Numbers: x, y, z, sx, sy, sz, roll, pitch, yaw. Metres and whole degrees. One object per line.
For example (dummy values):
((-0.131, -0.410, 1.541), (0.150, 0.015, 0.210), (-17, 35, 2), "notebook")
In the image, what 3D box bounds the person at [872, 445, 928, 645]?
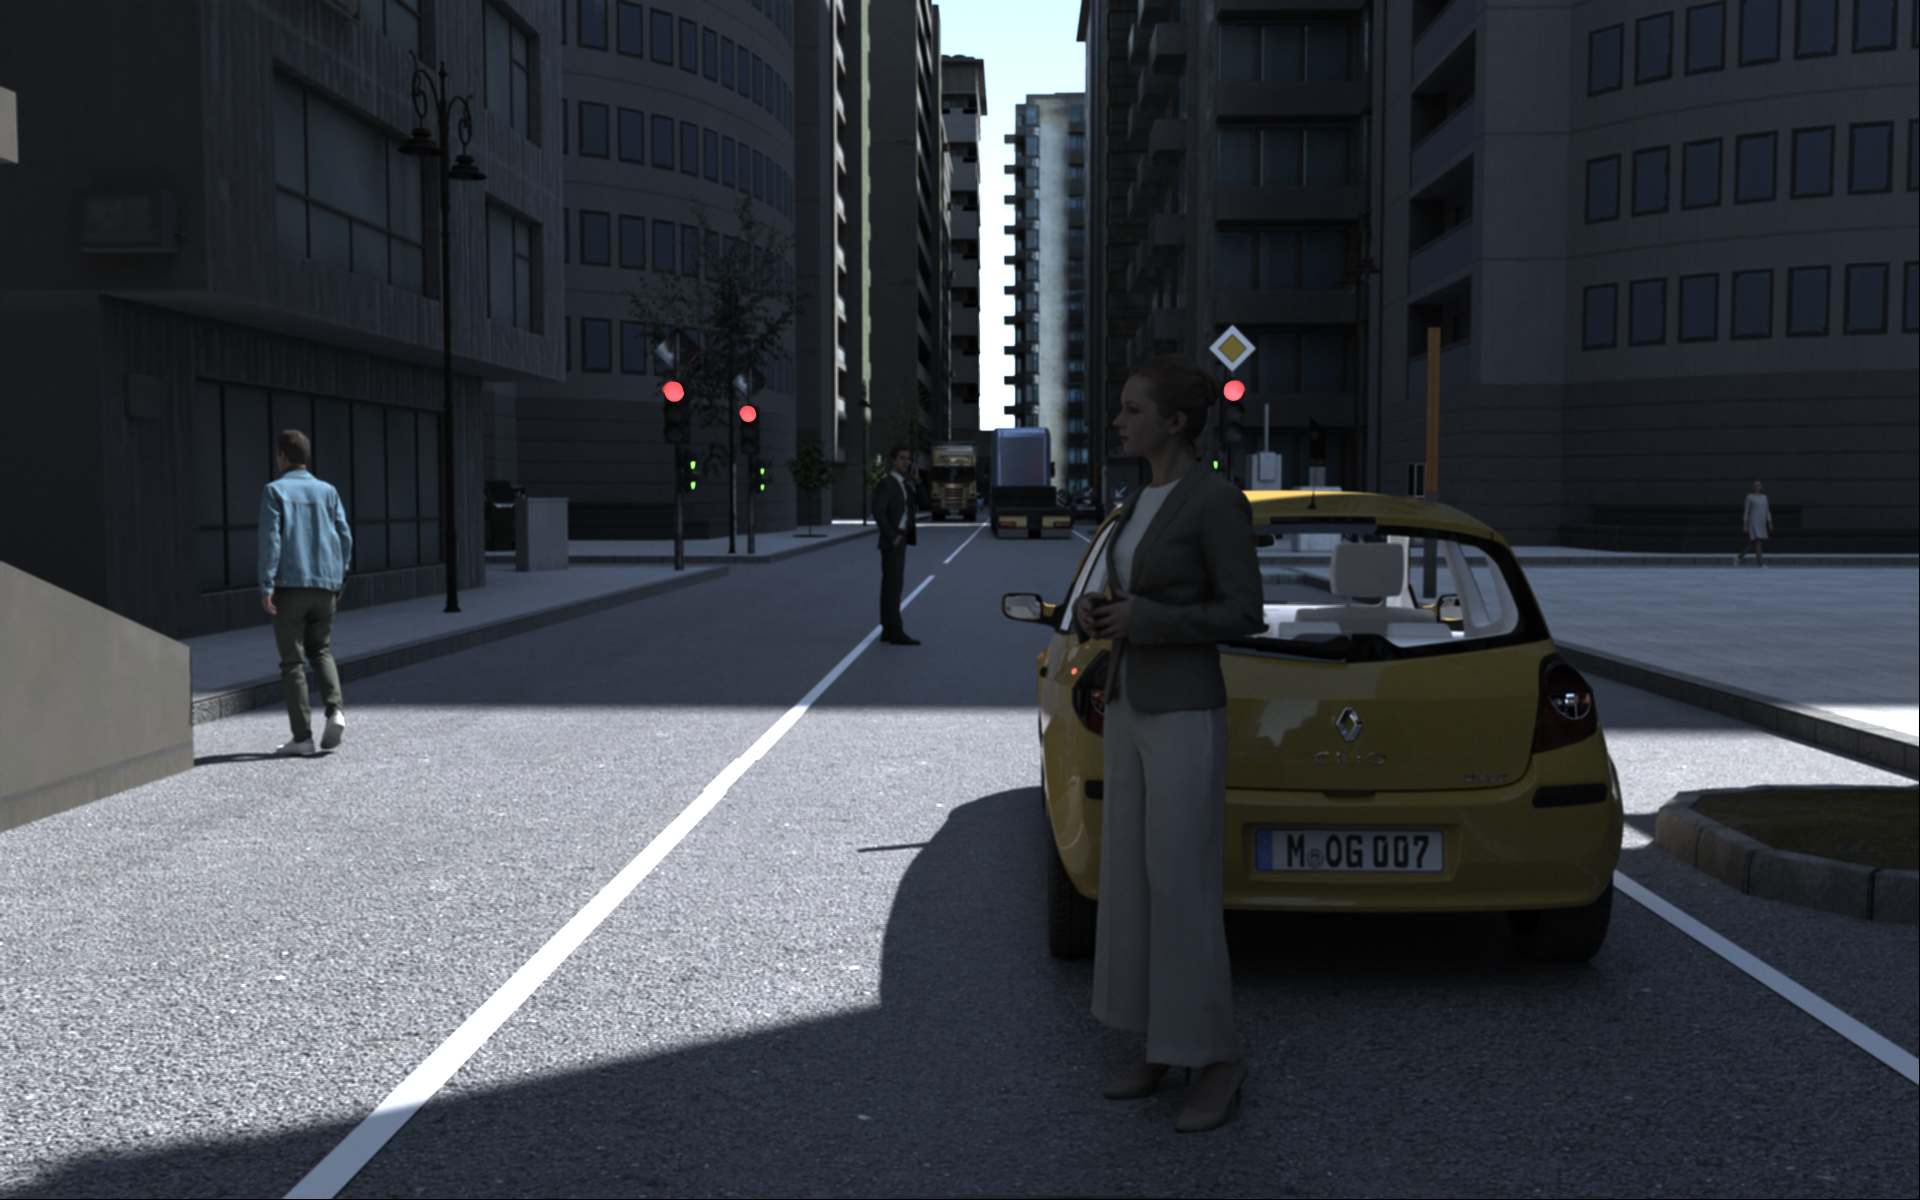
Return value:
((-0.561, -0.541, 16.704), (0.474, 1.900, 0.648), (1, 4, 9), "person")

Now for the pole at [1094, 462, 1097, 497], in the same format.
((8.707, -7.189, 111.383), (0.158, 3.312, 0.155), (0, 3, 0), "pole")

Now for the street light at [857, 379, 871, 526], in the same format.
((-3.835, -5.918, 69.544), (0.468, 5.910, 1.993), (0, 4, 2), "street light")

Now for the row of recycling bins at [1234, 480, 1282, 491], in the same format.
((8.346, -2.663, 50.656), (1.069, 1.692, 3.534), (-1, 4, -19), "row of recycling bins")

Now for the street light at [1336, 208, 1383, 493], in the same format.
((6.510, -3.400, 28.379), (0.468, 5.910, 1.993), (0, 4, 2), "street light")

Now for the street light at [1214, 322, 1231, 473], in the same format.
((7.122, -4.512, 46.561), (0.468, 5.910, 1.993), (0, 4, 2), "street light")

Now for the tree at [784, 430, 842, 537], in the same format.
((-4.364, -3.504, 51.886), (1.663, 3.219, 1.824), (0, 3, 0), "tree")

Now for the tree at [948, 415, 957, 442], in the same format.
((-1.814, -12.333, 152.012), (4.737, 8.622, 4.395), (0, 3, 0), "tree")

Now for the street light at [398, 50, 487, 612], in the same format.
((-5.525, -2.806, 18.668), (0.468, 5.910, 1.993), (0, 4, 2), "street light")

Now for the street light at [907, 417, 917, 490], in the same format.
((-2.835, -7.913, 102.167), (0.468, 5.910, 1.993), (0, 4, 2), "street light")

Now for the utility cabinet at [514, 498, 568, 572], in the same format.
((-7.009, -1.092, 29.009), (0.306, 1.237, 1.020), (2, 4, 28), "utility cabinet")

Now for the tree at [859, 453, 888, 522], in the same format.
((-3.777, -5.269, 80.744), (1.663, 3.219, 1.824), (0, 3, 0), "tree")

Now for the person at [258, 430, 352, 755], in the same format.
((-3.596, -0.041, 9.514), (0.444, 1.785, 0.601), (3, 5, 42), "person")

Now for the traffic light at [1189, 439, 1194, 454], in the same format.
((4.743, -2.928, 36.788), (0.839, 4.253, 0.868), (0, 4, 2), "traffic light")

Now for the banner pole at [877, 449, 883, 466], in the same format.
((-4.441, -6.518, 96.584), (0.401, 3.779, 0.863), (-2, 4, -28), "banner pole")

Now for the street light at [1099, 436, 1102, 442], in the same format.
((9.177, -8.482, 111.473), (0.468, 5.910, 1.993), (0, 4, 2), "street light")

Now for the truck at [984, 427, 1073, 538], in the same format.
((2.423, -4.545, 64.064), (2.967, 4.110, 18.799), (0, 4, 0), "truck")

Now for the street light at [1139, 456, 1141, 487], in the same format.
((8.205, -6.487, 78.845), (0.468, 5.910, 1.993), (0, 4, 2), "street light")

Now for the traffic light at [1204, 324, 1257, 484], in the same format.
((4.489, -2.440, 28.807), (0.839, 4.253, 0.868), (0, 4, 2), "traffic light")

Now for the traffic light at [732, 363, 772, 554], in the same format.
((-4.464, -2.945, 37.064), (0.839, 4.253, 0.868), (0, 4, 2), "traffic light")

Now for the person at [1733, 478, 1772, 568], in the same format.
((14.824, -1.413, 32.359), (0.466, 1.731, 0.760), (-3, 5, -44), "person")

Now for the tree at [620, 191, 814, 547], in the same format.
((-5.696, -5.571, 41.446), (4.360, 8.622, 3.978), (0, 3, 0), "tree")

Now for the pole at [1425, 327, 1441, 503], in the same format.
((5.805, -1.680, 21.311), (0.158, 3.312, 0.155), (0, 3, 0), "pole")

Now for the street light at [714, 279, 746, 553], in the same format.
((-4.933, -3.947, 37.322), (0.468, 5.910, 1.993), (0, 4, 2), "street light")

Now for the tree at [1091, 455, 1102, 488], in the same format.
((10.429, -8.069, 115.640), (4.285, 4.588, 4.351), (0, 3, 0), "tree")

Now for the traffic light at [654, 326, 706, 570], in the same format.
((-4.718, -2.456, 29.082), (0.839, 4.253, 0.868), (0, 4, 2), "traffic light")

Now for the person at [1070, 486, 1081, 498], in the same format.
((6.050, -5.021, 90.400), (0.655, 1.846, 0.447), (3, 4, 38), "person")

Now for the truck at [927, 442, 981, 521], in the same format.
((-0.314, -6.467, 94.649), (2.839, 4.237, 11.283), (0, 3, 0), "truck")

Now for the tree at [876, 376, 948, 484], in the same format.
((-3.333, -9.681, 108.649), (4.737, 8.622, 4.395), (0, 3, 0), "tree")

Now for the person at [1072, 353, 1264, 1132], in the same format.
((0.453, 0.304, 4.079), (0.362, 1.759, 0.519), (-2, 4, -25), "person")
